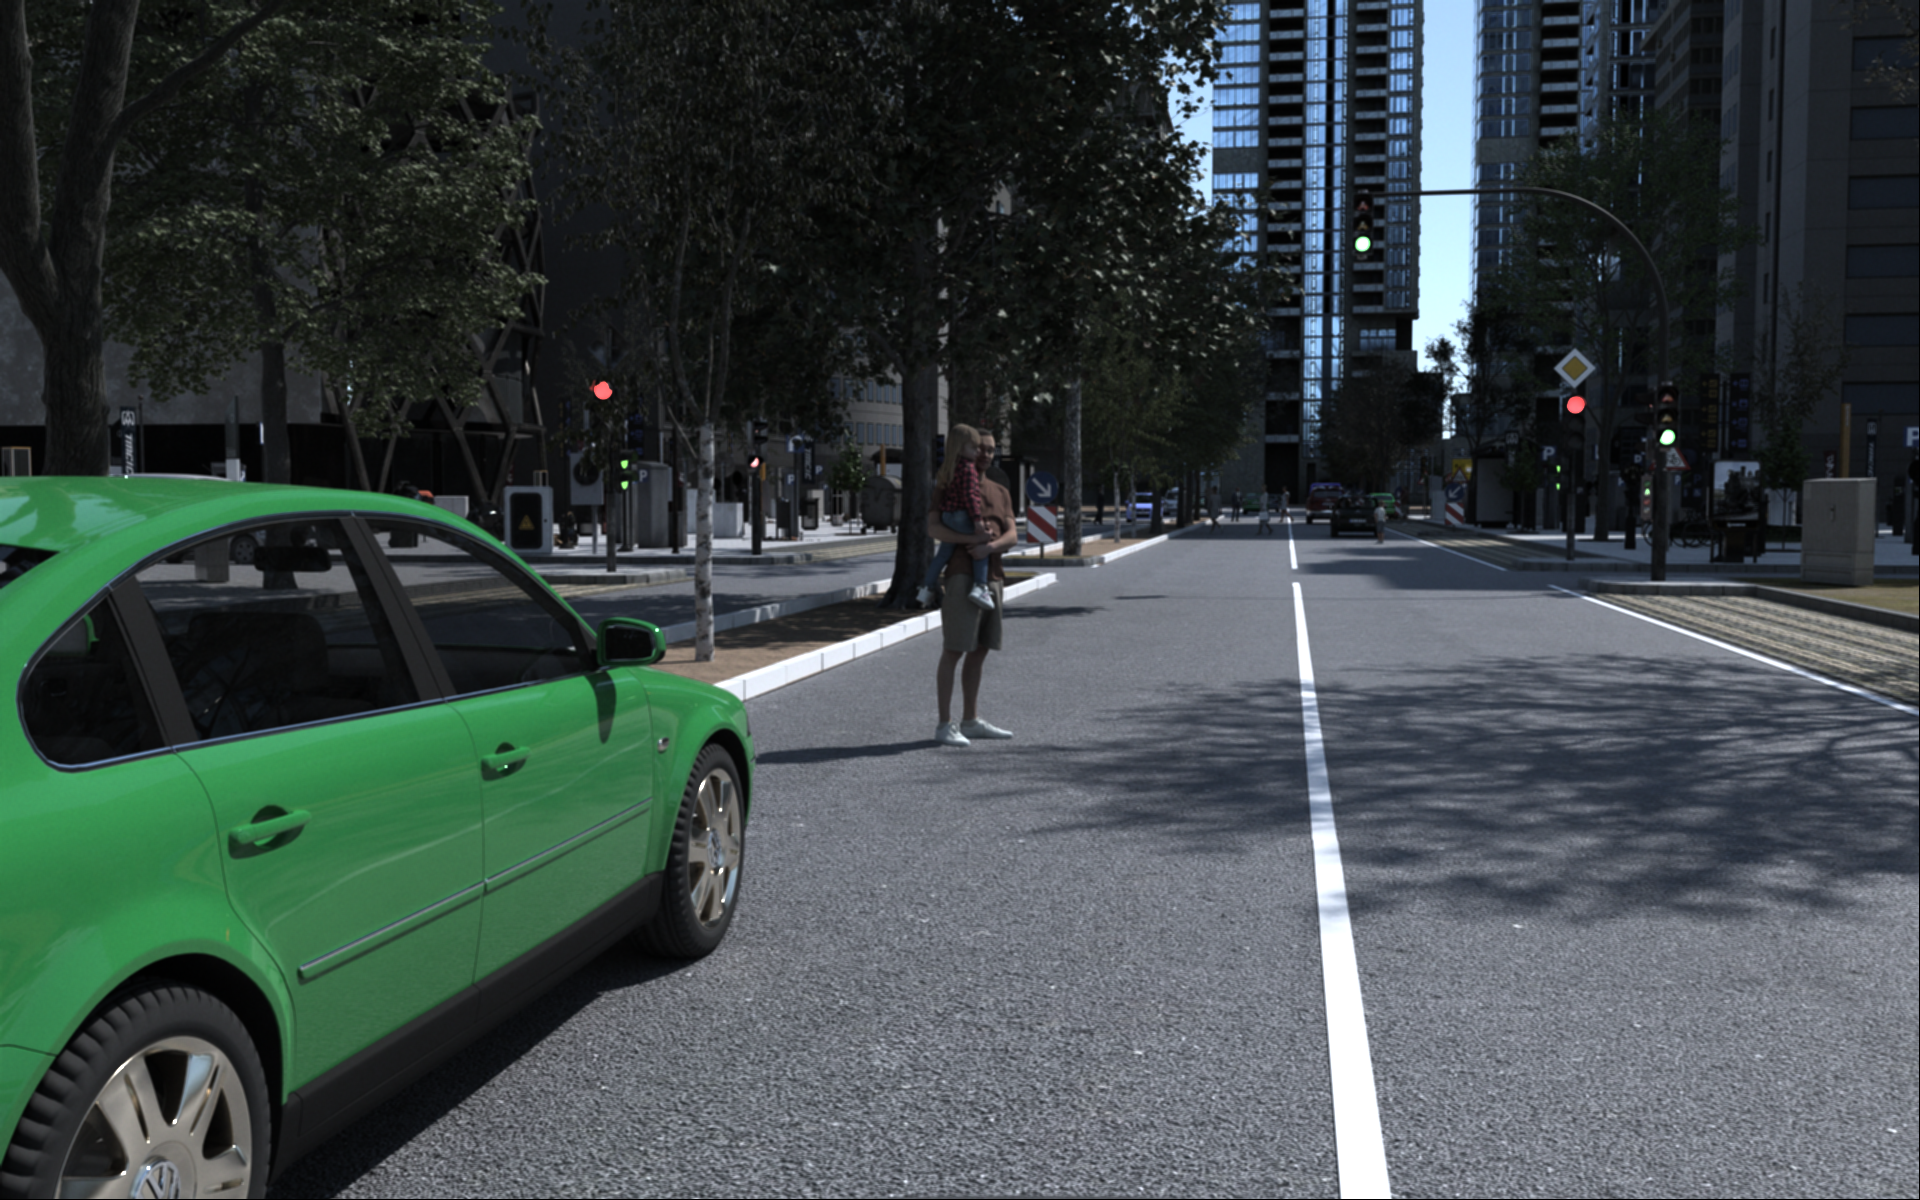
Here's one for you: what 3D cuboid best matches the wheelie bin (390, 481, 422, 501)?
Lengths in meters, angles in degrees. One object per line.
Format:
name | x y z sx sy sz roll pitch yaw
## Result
wheelie bin | -13.329 -2.060 41.587 0.693 1.594 0.980 0 4 1

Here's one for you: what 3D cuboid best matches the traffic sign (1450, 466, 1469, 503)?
traffic sign | 23.380 -4.961 81.120 0.884 2.594 0.081 1 4 11

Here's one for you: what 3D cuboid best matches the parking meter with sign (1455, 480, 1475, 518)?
parking meter with sign | 27.035 -5.868 92.196 1.738 3.016 0.543 -3 4 -37

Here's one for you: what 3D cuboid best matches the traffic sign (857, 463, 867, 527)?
traffic sign | -4.023 -4.178 68.414 0.768 2.556 0.104 1 4 17

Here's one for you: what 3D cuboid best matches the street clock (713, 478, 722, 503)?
street clock | -10.985 -4.515 78.392 0.471 2.002 0.358 1 4 16

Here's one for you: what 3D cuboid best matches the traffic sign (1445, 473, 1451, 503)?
traffic sign | 29.684 -6.406 104.838 0.768 2.556 0.104 1 4 13

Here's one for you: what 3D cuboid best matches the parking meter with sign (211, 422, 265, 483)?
parking meter with sign | -17.741 -2.799 42.030 1.738 3.016 0.543 0 4 -2

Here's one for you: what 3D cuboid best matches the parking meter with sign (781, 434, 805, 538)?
parking meter with sign | -4.985 -3.347 50.976 0.543 3.016 1.738 -1 4 -15

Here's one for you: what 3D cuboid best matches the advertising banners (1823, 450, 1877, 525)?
advertising banners | 35.258 -4.432 68.644 2.074 3.025 0.090 1 4 11

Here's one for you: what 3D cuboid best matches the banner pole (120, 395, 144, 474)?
banner pole | -20.826 -3.285 43.720 0.401 3.779 0.863 2 4 24

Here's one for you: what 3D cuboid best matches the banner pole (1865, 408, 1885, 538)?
banner pole | 26.640 -3.698 50.483 0.863 3.779 0.401 -2 4 -29

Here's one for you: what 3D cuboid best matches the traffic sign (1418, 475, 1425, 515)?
traffic sign | 28.635 -6.533 106.926 0.768 2.556 0.104 1 4 14

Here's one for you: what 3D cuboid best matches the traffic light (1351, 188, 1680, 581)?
traffic light | 8.219 -3.124 25.742 4.771 5.953 1.251 1 4 11

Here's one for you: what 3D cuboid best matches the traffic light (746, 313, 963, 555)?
traffic light | -2.191 -3.750 35.984 4.771 5.953 1.251 1 4 11

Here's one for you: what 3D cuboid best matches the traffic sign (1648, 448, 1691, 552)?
traffic sign | 15.759 -2.355 38.507 0.884 2.594 0.081 1 4 15

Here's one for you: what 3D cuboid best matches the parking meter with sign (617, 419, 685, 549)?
parking meter with sign | -7.218 -2.726 40.831 0.543 3.016 1.738 2 4 30

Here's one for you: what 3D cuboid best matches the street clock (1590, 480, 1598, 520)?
street clock | 31.940 -5.022 86.683 0.471 2.002 0.358 2 4 32

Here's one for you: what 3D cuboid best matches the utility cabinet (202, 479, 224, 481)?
utility cabinet | -10.976 -1.023 25.398 0.318 1.500 1.173 -2 4 -32

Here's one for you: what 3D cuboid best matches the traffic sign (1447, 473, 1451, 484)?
traffic sign | 28.593 -6.129 100.309 0.768 2.556 0.104 1 4 18

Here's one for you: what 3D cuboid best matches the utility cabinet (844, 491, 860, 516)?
utility cabinet | -6.104 -5.440 97.629 0.318 1.500 1.173 -3 4 -38

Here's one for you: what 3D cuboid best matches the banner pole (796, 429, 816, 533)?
banner pole | -5.107 -4.069 56.552 0.863 3.779 0.401 1 4 16

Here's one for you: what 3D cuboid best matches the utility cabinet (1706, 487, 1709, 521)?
utility cabinet | 23.735 -2.760 53.808 0.318 1.500 1.173 -1 4 -17

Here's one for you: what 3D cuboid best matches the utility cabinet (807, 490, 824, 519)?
utility cabinet | -7.514 -4.972 89.977 0.318 1.500 1.173 2 4 26

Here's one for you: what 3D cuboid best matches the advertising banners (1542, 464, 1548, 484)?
advertising banners | 35.209 -6.507 102.579 2.074 3.025 0.090 -2 4 -26

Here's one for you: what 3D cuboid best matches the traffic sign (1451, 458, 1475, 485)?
traffic sign | 28.947 -6.365 97.946 2.265 3.308 0.079 1 4 13

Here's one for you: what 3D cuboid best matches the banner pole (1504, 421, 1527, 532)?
banner pole | 19.109 -4.250 59.498 0.863 3.779 0.401 2 4 28

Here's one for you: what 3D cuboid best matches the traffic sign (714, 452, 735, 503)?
traffic sign | -7.125 -3.179 52.077 0.768 2.556 0.104 1 4 18

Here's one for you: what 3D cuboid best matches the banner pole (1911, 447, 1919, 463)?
banner pole | 37.198 -4.723 67.233 0.401 3.779 0.863 -1 4 -11

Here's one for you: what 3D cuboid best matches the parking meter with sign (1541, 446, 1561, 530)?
parking meter with sign | 21.629 -4.101 63.305 0.543 3.016 1.738 2 4 27

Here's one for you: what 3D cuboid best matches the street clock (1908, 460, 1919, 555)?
street clock | 20.149 -1.943 36.333 0.358 2.002 0.471 -1 4 -20

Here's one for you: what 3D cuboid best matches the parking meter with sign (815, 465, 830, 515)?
parking meter with sign | -8.251 -6.634 104.720 0.543 3.016 1.738 -2 4 -25

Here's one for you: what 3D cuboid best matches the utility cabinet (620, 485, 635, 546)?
utility cabinet | -8.266 -2.099 42.990 0.318 1.500 1.173 -1 4 -13

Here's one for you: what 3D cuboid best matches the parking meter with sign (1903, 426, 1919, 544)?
parking meter with sign | 24.918 -2.985 45.070 0.543 3.016 1.738 2 4 35

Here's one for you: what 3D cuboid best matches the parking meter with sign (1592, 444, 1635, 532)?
parking meter with sign | 22.617 -3.890 59.858 0.543 3.016 1.738 -1 4 -17

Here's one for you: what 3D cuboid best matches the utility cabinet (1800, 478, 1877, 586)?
utility cabinet | 12.330 -0.959 24.357 0.318 1.500 1.173 -1 4 -9

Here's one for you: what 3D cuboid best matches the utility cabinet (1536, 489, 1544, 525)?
utility cabinet | 23.448 -3.735 69.741 1.173 1.500 0.318 3 5 40

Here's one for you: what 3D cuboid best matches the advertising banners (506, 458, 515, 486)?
advertising banners | -19.081 -4.592 71.272 2.074 3.025 0.090 2 4 28

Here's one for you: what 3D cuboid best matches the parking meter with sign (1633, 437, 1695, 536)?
parking meter with sign | 21.491 -3.446 52.597 0.543 3.016 1.738 -2 4 -33

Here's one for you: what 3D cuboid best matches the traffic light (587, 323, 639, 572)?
traffic light | -5.742 -2.420 28.489 0.839 4.253 0.868 1 4 11

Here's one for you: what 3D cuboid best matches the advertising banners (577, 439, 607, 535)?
advertising banners | -11.087 -3.579 54.708 2.074 3.025 0.090 1 4 8

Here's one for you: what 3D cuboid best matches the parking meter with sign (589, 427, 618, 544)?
parking meter with sign | -8.690 -2.962 44.691 1.738 3.016 0.543 1 4 19

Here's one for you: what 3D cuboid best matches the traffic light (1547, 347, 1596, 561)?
traffic light | 11.770 -2.717 33.343 0.839 4.253 0.868 1 4 11

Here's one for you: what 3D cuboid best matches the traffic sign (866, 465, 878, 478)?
traffic sign | -3.925 -4.562 74.699 0.768 2.556 0.104 1 4 14

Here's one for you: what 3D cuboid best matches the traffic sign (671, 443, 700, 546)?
traffic sign | -6.761 -2.600 42.618 0.768 2.556 0.104 1 4 13

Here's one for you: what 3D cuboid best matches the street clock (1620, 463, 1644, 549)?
street clock | 15.553 -2.176 40.141 0.471 2.002 0.358 0 4 -4

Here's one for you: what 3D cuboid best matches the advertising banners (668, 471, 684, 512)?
advertising banners | -19.657 -7.318 115.835 2.074 3.025 0.090 -1 4 -16

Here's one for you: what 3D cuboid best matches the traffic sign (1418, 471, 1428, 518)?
traffic sign | 25.357 -5.769 94.335 0.884 2.594 0.081 1 4 11

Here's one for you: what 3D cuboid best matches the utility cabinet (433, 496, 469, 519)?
utility cabinet | -15.684 -2.582 53.378 1.020 1.237 0.306 0 4 5

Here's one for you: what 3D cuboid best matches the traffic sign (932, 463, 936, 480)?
traffic sign | -1.290 -4.217 69.050 0.768 2.556 0.104 1 4 13

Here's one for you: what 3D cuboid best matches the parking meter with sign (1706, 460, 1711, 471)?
parking meter with sign | 37.652 -5.675 89.042 0.543 3.016 1.738 -3 5 -42

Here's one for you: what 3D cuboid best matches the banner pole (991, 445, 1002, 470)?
banner pole | 1.474 -5.339 77.306 0.863 3.779 0.401 1 4 8

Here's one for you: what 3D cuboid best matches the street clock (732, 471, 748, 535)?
street clock | -6.824 -3.008 53.749 0.471 2.002 0.358 3 5 42

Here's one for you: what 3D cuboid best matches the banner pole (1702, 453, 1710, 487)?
banner pole | 33.546 -5.391 78.153 0.863 3.779 0.401 0 4 -2

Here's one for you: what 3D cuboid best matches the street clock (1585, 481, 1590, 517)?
street clock | 35.085 -5.640 96.777 0.471 2.002 0.358 0 4 -6
